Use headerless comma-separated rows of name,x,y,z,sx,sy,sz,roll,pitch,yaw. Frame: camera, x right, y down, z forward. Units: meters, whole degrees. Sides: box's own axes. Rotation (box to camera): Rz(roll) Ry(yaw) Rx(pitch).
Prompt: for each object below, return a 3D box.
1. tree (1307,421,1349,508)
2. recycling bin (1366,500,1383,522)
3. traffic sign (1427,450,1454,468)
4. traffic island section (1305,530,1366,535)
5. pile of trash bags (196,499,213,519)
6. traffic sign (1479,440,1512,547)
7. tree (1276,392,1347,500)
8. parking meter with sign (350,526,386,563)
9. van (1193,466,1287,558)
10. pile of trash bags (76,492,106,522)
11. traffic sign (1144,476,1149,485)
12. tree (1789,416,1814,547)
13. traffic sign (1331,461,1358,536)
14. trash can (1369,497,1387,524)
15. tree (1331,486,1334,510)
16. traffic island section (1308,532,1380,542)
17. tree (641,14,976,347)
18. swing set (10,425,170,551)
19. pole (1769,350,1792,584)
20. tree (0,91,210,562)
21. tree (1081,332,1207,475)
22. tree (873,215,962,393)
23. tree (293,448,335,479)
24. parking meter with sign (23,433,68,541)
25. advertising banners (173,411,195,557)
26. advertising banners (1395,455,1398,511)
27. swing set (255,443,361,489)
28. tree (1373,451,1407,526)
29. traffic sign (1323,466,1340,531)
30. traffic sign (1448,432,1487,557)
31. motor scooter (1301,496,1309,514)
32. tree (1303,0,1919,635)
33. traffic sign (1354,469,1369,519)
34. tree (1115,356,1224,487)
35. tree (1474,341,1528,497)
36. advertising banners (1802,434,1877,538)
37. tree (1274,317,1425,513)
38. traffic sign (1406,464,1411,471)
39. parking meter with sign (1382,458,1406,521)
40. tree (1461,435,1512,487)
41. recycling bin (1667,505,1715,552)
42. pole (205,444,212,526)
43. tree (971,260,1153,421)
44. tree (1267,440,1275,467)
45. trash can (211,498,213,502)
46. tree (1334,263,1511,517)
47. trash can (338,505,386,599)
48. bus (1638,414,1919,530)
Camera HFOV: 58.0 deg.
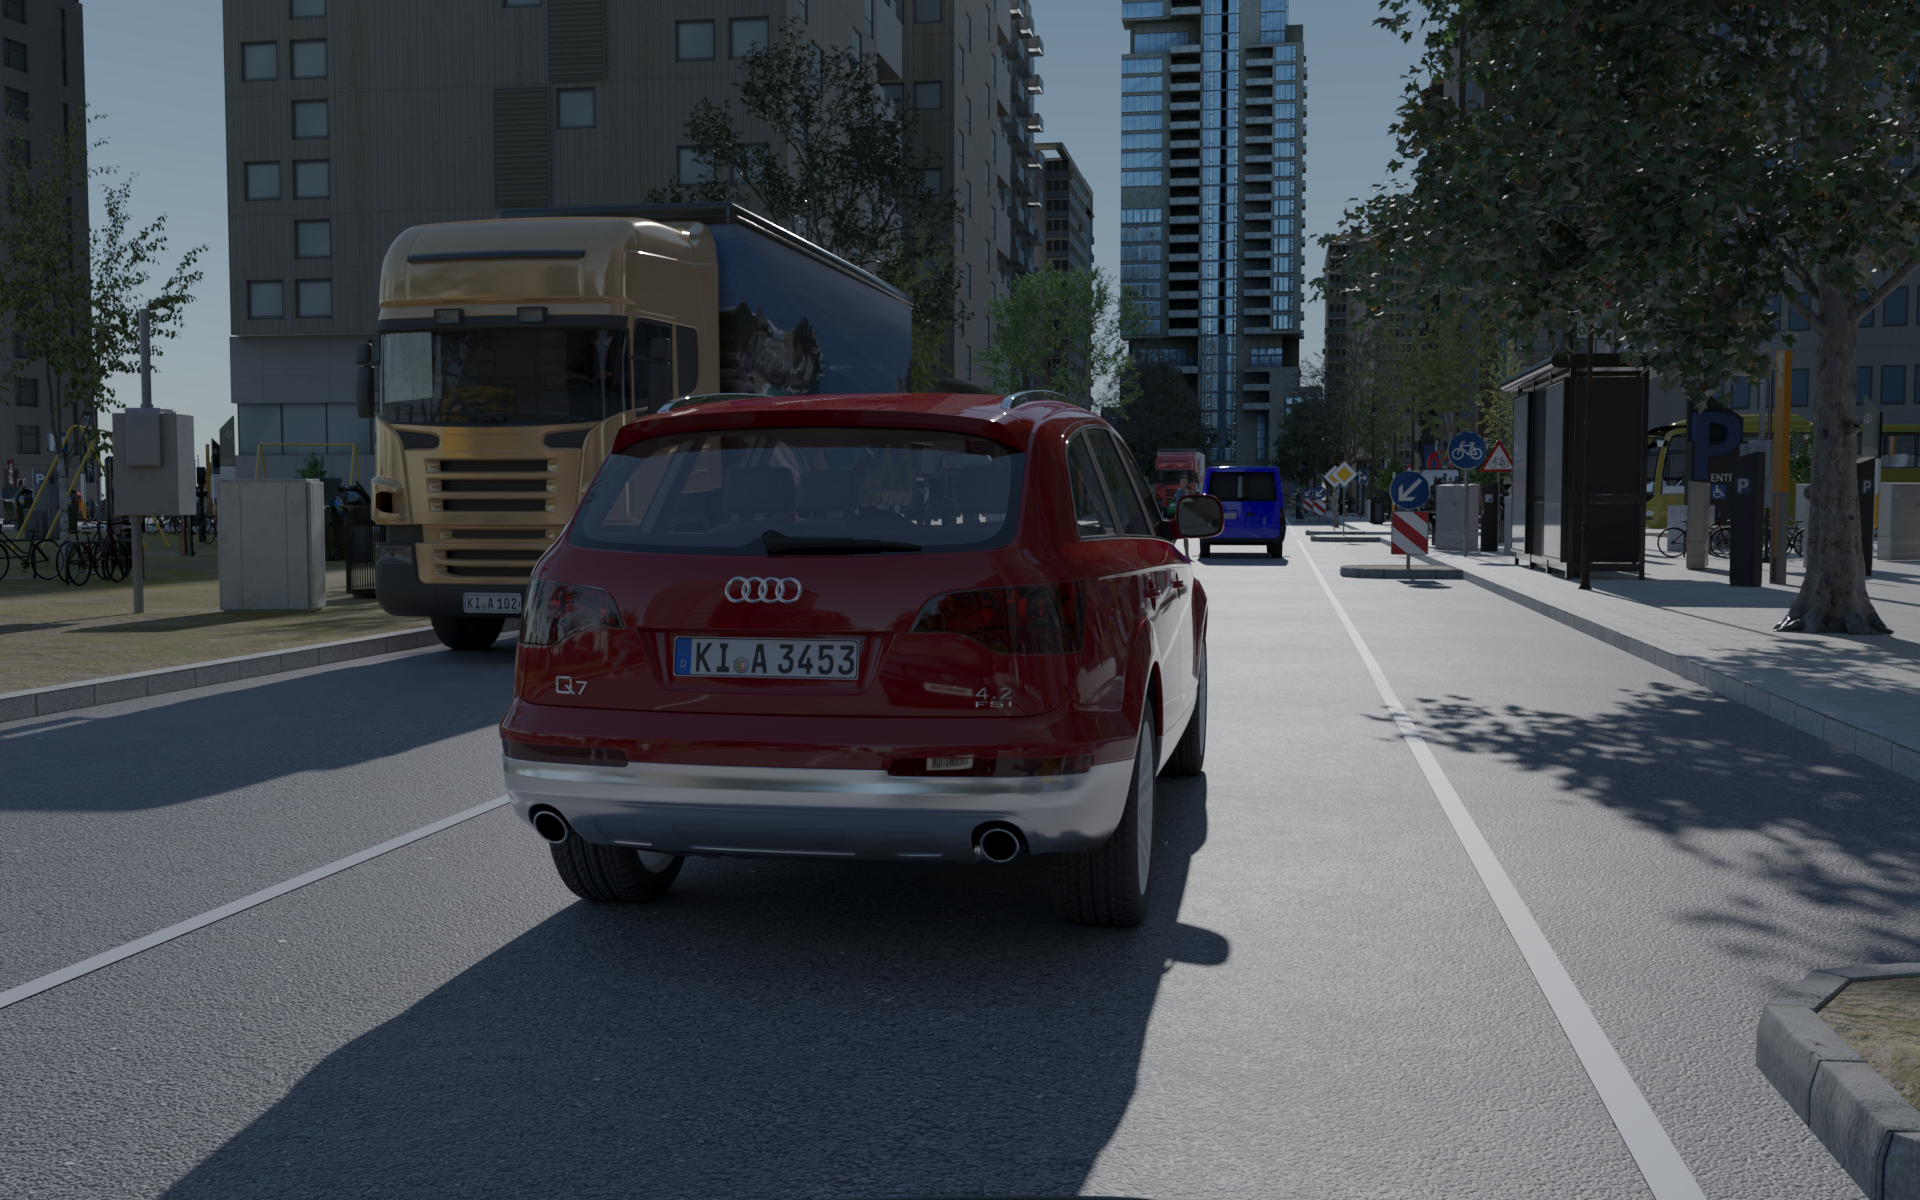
tree,35.083,-13.118,164.848,4.360,8.622,3.978,0,3,0
recycling bin,19.099,-4.105,79.678,0.722,1.027,0.722,1,4,9
traffic sign,14.037,-3.090,50.632,0.768,2.556,0.104,1,4,14
traffic island section,13.143,-2.352,60.732,2.009,0.180,2.903,1,4,10
pile of trash bags,-37.968,-4.774,87.804,3.447,1.369,1.912,-3,5,-41
traffic sign,12.965,-2.552,41.730,0.884,2.594,0.081,1,4,16
tree,35.566,-15.169,173.760,9.928,11.665,9.643,0,3,0
parking meter with sign,-10.579,-2.221,32.570,1.738,3.016,0.543,-1,4,-9
van,6.567,-2.216,40.610,2.240,2.365,5.245,1,4,8
pile of trash bags,-40.386,-4.328,80.513,1.912,1.369,3.447,0,4,-2
traffic sign,12.948,-7.463,122.125,0.768,2.556,0.104,1,4,17
tree,20.885,-2.912,42.214,1.663,3.219,1.824,0,3,0
traffic sign,11.705,-3.007,52.799,0.795,2.450,0.064,1,4,10
trash can,17.736,-3.784,73.524,0.748,1.137,0.748,0,3,0
tree,30.937,-9.029,142.218,1.663,3.219,1.824,0,3,0
traffic island section,11.730,-1.871,52.872,2.009,0.180,2.903,1,4,10
tree,-3.420,-6.143,34.856,8.767,10.594,7.601,1,4,19
swing set,-20.392,-2.637,40.729,2.862,2.851,3.119,-1,4,-15
pole,11.699,-1.886,24.678,0.158,3.312,0.155,0,3,0
tree,-16.728,-5.027,32.552,4.737,8.622,4.395,0,3,0
tree,13.781,-13.487,130.877,12.009,13.543,11.850,0,3,0
tree,-1.773,-5.818,45.482,4.737,8.622,4.395,0,3,0
tree,-26.937,-4.768,72.554,1.663,3.219,1.824,0,3,0
parking meter with sign,-25.639,-3.196,48.519,0.543,3.016,1.738,0,4,-3
advertising banners,-16.229,-2.444,36.152,0.090,3.025,2.074,-2,4,-33
advertising banners,19.289,-4.913,76.510,0.090,3.025,2.074,1,4,17
swing set,-20.143,-3.441,53.880,3.119,2.851,2.862,0,4,-8
tree,17.765,-4.642,70.492,1.663,3.219,1.824,0,3,0
traffic sign,13.118,-3.487,60.659,0.795,2.450,0.064,1,4,10
traffic sign,10.349,-2.159,35.399,0.768,2.556,0.104,1,4,17
motor scooter,25.427,-7.003,127.272,0.815,1.314,1.986,1,4,12
tree,8.066,-6.049,15.903,9.611,12.733,9.660,0,3,0
traffic sign,20.399,-5.385,88.145,0.768,2.556,0.104,1,4,17
tree,16.436,-13.855,143.533,9.611,12.733,9.660,0,3,0
tree,26.107,-8.033,81.703,4.360,8.622,3.978,0,3,0
advertising banners,25.118,-3.261,49.513,2.074,3.025,0.090,3,5,43
tree,26.637,-12.693,117.898,12.009,13.543,11.850,0,3,0
traffic sign,19.429,-4.585,74.973,0.884,2.594,0.081,1,4,11
parking meter with sign,20.972,-5.286,82.690,0.543,3.016,1.738,-2,4,-31
tree,29.468,-6.891,96.374,4.285,4.588,4.351,0,3,0
recycling bin,16.367,-1.605,38.795,0.722,1.027,0.722,-2,4,-29
pole,-30.632,-4.694,70.594,0.158,3.312,0.155,0,3,0
tree,4.327,-9.171,75.709,9.928,11.665,9.643,0,3,0
tree,41.172,-17.651,205.607,9.611,12.733,9.660,0,3,0
trash can,-46.654,-5.877,107.747,0.748,1.137,0.748,0,3,0
tree,13.217,-5.947,47.593,4.737,8.622,4.395,0,3,0
trash can,-7.274,-0.596,21.393,0.748,1.137,0.748,0,3,0
bus,27.192,-3.807,53.785,12.252,3.916,2.896,1,4,9
